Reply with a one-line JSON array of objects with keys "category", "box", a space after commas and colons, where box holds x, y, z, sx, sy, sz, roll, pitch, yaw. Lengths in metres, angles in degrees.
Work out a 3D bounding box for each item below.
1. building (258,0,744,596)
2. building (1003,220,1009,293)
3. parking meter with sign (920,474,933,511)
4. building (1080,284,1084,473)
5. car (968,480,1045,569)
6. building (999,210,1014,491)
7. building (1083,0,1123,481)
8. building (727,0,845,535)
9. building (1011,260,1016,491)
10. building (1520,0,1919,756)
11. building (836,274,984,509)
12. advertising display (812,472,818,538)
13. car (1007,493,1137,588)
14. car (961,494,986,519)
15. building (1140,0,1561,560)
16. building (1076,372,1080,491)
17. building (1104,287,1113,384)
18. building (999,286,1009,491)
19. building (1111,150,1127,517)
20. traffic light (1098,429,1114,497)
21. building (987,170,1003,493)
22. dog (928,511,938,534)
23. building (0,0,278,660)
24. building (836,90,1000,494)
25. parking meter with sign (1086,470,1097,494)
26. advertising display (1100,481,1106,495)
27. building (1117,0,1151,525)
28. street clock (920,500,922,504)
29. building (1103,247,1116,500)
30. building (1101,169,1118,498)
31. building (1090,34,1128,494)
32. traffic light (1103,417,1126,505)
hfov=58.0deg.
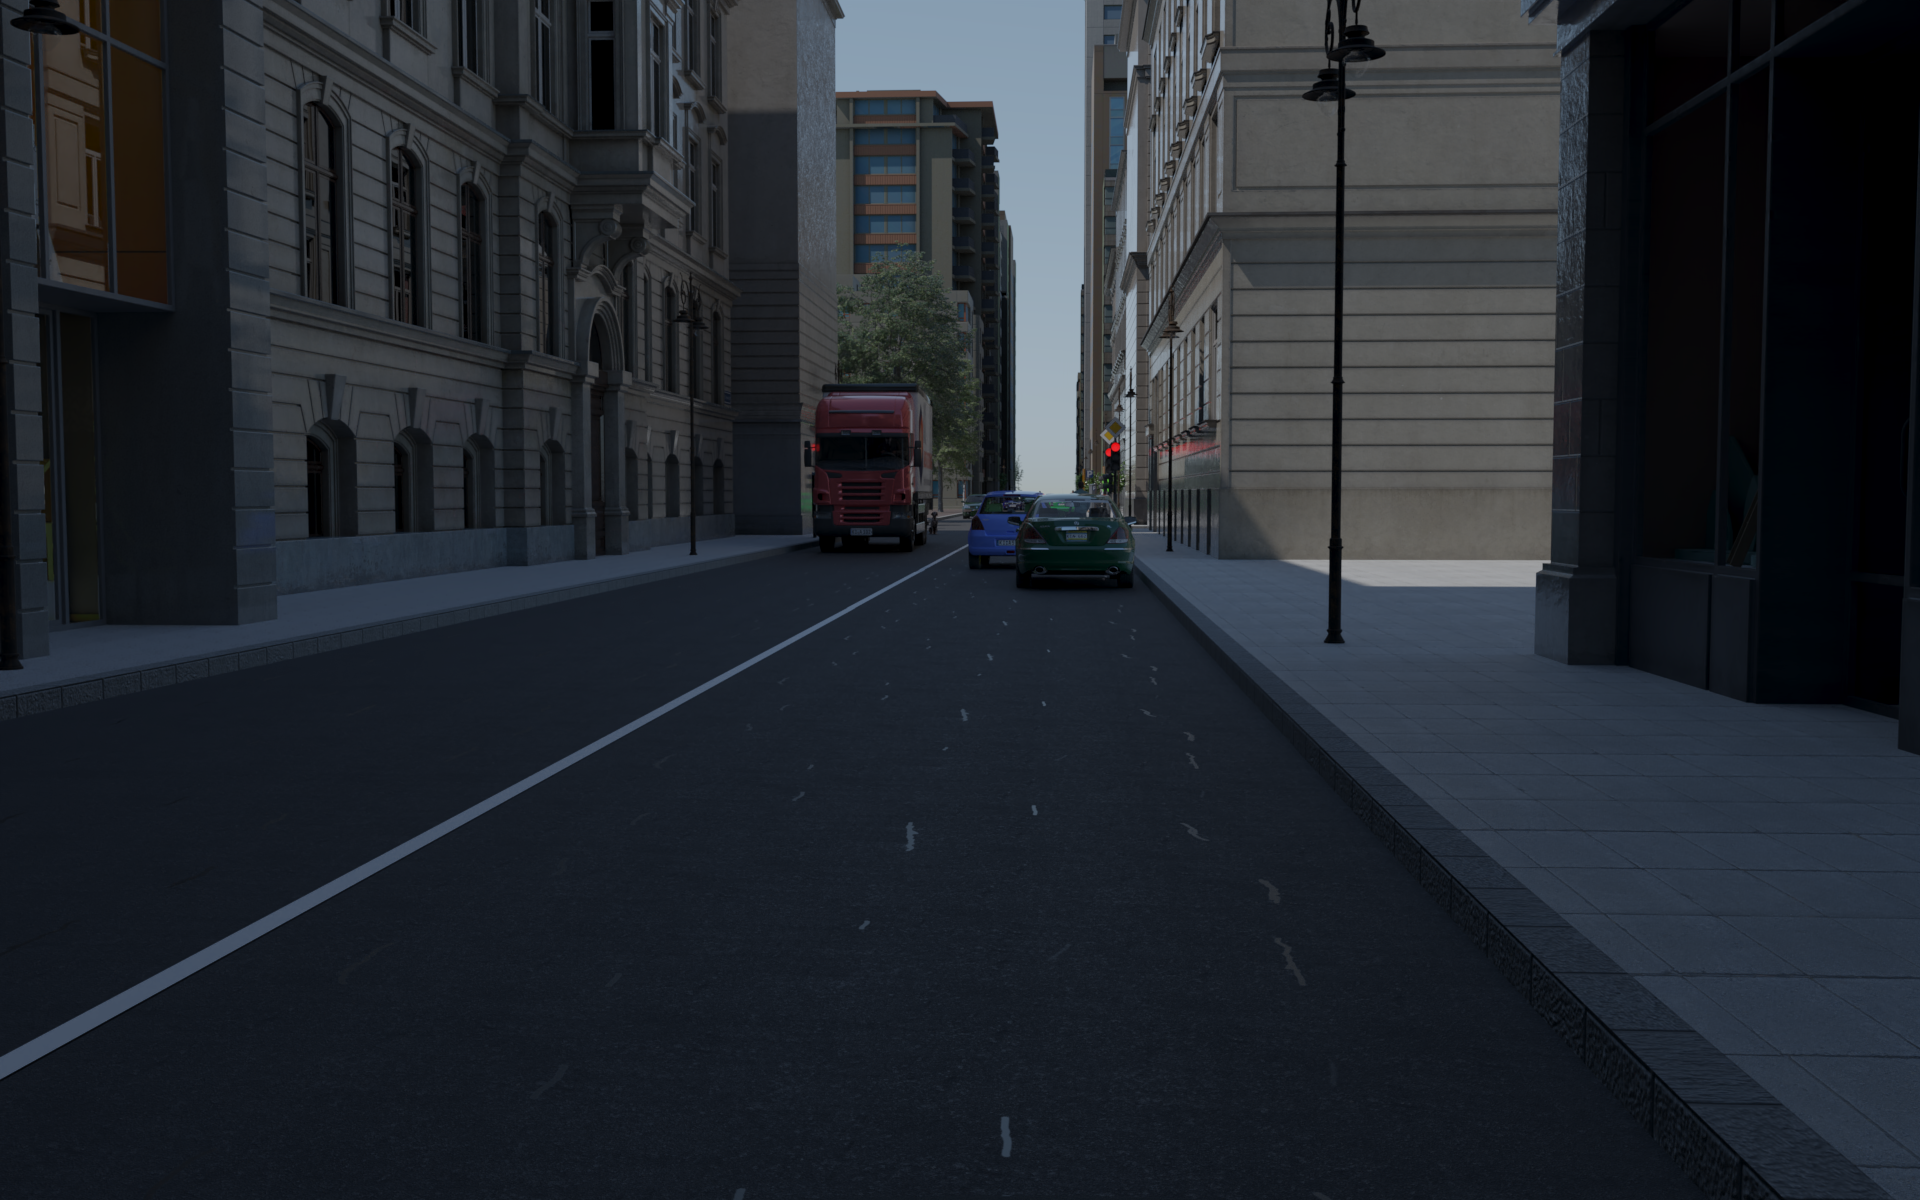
[{"category": "building", "box": [-12.926, -13.199, 34.890, 14.460, 24.649, 34.723, 0, 4, 3]}, {"category": "building", "box": [-0.210, -34.742, 251.618, 14.154, 41.232, 14.086, 0, 4, 3]}, {"category": "parking meter with sign", "box": [-2.947, -8.335, 132.538, 1.738, 3.016, 0.543, 0, 3, 0]}, {"category": "building", "box": [23.485, -28.492, 237.553, 14.160, 30.474, 14.107, 0, 4, 3]}, {"category": "car", "box": [1.120, -1.517, 34.400, 1.945, 1.707, 3.694, 0, 4, 5]}, {"category": "building", "box": [1.484, -38.509, 279.733, 14.600, 45.320, 14.200, 0, 4, 3]}, {"category": "building", "box": [24.248, -39.753, 191.953, 21.231, 58.520, 28.212, 0, 4, 3]}, {"category": "building", "box": [-13.547, -12.814, 58.663, 18.267, 20.994, 9.793, 0, 4, 3]}, {"category": "building", "box": [2.316, -37.354, 294.324, 14.154, 41.232, 14.086, 0, 4, 3]}, {"category": "building", "box": [8.953, -9.832, 11.662, 10.553, 20.767, 40.483, 0, 4, 3]}, {"category": "building", "box": [-12.260, -19.412, 162.419, 27.650, 21.520, 28.899, 0, 4, 3]}, {"category": "advertising display", "box": [-4.274, -2.803, 51.043, 0.123, 1.923, 0.974, 0, 4, -1]}, {"category": "car", "box": [1.818, -0.985, 27.910, 2.131, 1.459, 4.920, 0, 4, 2]}, {"category": "car", "box": [1.099, -5.573, 100.905, 2.009, 1.686, 4.222, 0, 4, 4]}, {"category": "building", "box": [13.136, -13.065, 46.896, 16.112, 22.955, 30.059, 0, 4, 3]}, {"category": "building", "box": [31.340, -25.346, 259.445, 27.650, 21.520, 28.899, 0, 4, 3]}, {"category": "building", "box": [17.237, -18.265, 134.791, 11.583, 22.565, 21.152, 0, 4, 3]}, {"category": "building", "box": [-0.607, -28.481, 237.370, 14.160, 30.474, 14.107, 0, 4, 3]}, {"category": "building", "box": [13.496, -15.102, 96.070, 9.793, 20.994, 18.267, 0, 4, 3]}, {"category": "traffic light", "box": [6.095, -5.017, 70.950, 0.839, 4.253, 0.868, 0, 4, 3]}, {"category": "building", "box": [-2.387, -32.384, 213.070, 14.154, 41.232, 14.086, 0, 4, 3]}, {"category": "dog", "box": [-0.860, -2.742, 61.662, 0.513, 0.831, 0.800, 2, 4, 28]}, {"category": "building", "box": [-13.235, -13.761, 2.494, 11.434, 29.767, 29.804, 0, 4, 3]}, {"category": "building", "box": [-6.989, -32.766, 190.356, 22.147, 44.769, 28.867, 0, 4, 3]}, {"category": "parking meter with sign", "box": [9.666, -7.937, 126.031, 0.543, 3.016, 1.738, -1, 4, -13]}, {"category": "advertising display", "box": [6.685, -4.644, 81.150, 0.123, 1.923, 0.974, 0, 4, -4]}, {"category": "building", "box": [19.610, -17.028, 75.668, 25.104, 27.353, 12.463, 0, 4, 3]}, {"category": "street clock", "box": [-2.479, -6.562, 111.858, 0.471, 2.002, 0.358, 2, 4, 25]}, {"category": "building", "box": [14.987, -15.302, 114.813, 10.561, 19.102, 19.286, 0, 4, 3]}, {"category": "building", "box": [19.803, -23.510, 156.095, 14.160, 30.474, 14.107, 0, 4, 3]}, {"category": "building", "box": [19.872, -31.804, 170.108, 14.600, 45.320, 14.200, 0, 4, 3]}, {"category": "traffic light", "box": [5.624, -4.530, 62.979, 0.839, 4.253, 0.868, 0, 4, 3]}]
